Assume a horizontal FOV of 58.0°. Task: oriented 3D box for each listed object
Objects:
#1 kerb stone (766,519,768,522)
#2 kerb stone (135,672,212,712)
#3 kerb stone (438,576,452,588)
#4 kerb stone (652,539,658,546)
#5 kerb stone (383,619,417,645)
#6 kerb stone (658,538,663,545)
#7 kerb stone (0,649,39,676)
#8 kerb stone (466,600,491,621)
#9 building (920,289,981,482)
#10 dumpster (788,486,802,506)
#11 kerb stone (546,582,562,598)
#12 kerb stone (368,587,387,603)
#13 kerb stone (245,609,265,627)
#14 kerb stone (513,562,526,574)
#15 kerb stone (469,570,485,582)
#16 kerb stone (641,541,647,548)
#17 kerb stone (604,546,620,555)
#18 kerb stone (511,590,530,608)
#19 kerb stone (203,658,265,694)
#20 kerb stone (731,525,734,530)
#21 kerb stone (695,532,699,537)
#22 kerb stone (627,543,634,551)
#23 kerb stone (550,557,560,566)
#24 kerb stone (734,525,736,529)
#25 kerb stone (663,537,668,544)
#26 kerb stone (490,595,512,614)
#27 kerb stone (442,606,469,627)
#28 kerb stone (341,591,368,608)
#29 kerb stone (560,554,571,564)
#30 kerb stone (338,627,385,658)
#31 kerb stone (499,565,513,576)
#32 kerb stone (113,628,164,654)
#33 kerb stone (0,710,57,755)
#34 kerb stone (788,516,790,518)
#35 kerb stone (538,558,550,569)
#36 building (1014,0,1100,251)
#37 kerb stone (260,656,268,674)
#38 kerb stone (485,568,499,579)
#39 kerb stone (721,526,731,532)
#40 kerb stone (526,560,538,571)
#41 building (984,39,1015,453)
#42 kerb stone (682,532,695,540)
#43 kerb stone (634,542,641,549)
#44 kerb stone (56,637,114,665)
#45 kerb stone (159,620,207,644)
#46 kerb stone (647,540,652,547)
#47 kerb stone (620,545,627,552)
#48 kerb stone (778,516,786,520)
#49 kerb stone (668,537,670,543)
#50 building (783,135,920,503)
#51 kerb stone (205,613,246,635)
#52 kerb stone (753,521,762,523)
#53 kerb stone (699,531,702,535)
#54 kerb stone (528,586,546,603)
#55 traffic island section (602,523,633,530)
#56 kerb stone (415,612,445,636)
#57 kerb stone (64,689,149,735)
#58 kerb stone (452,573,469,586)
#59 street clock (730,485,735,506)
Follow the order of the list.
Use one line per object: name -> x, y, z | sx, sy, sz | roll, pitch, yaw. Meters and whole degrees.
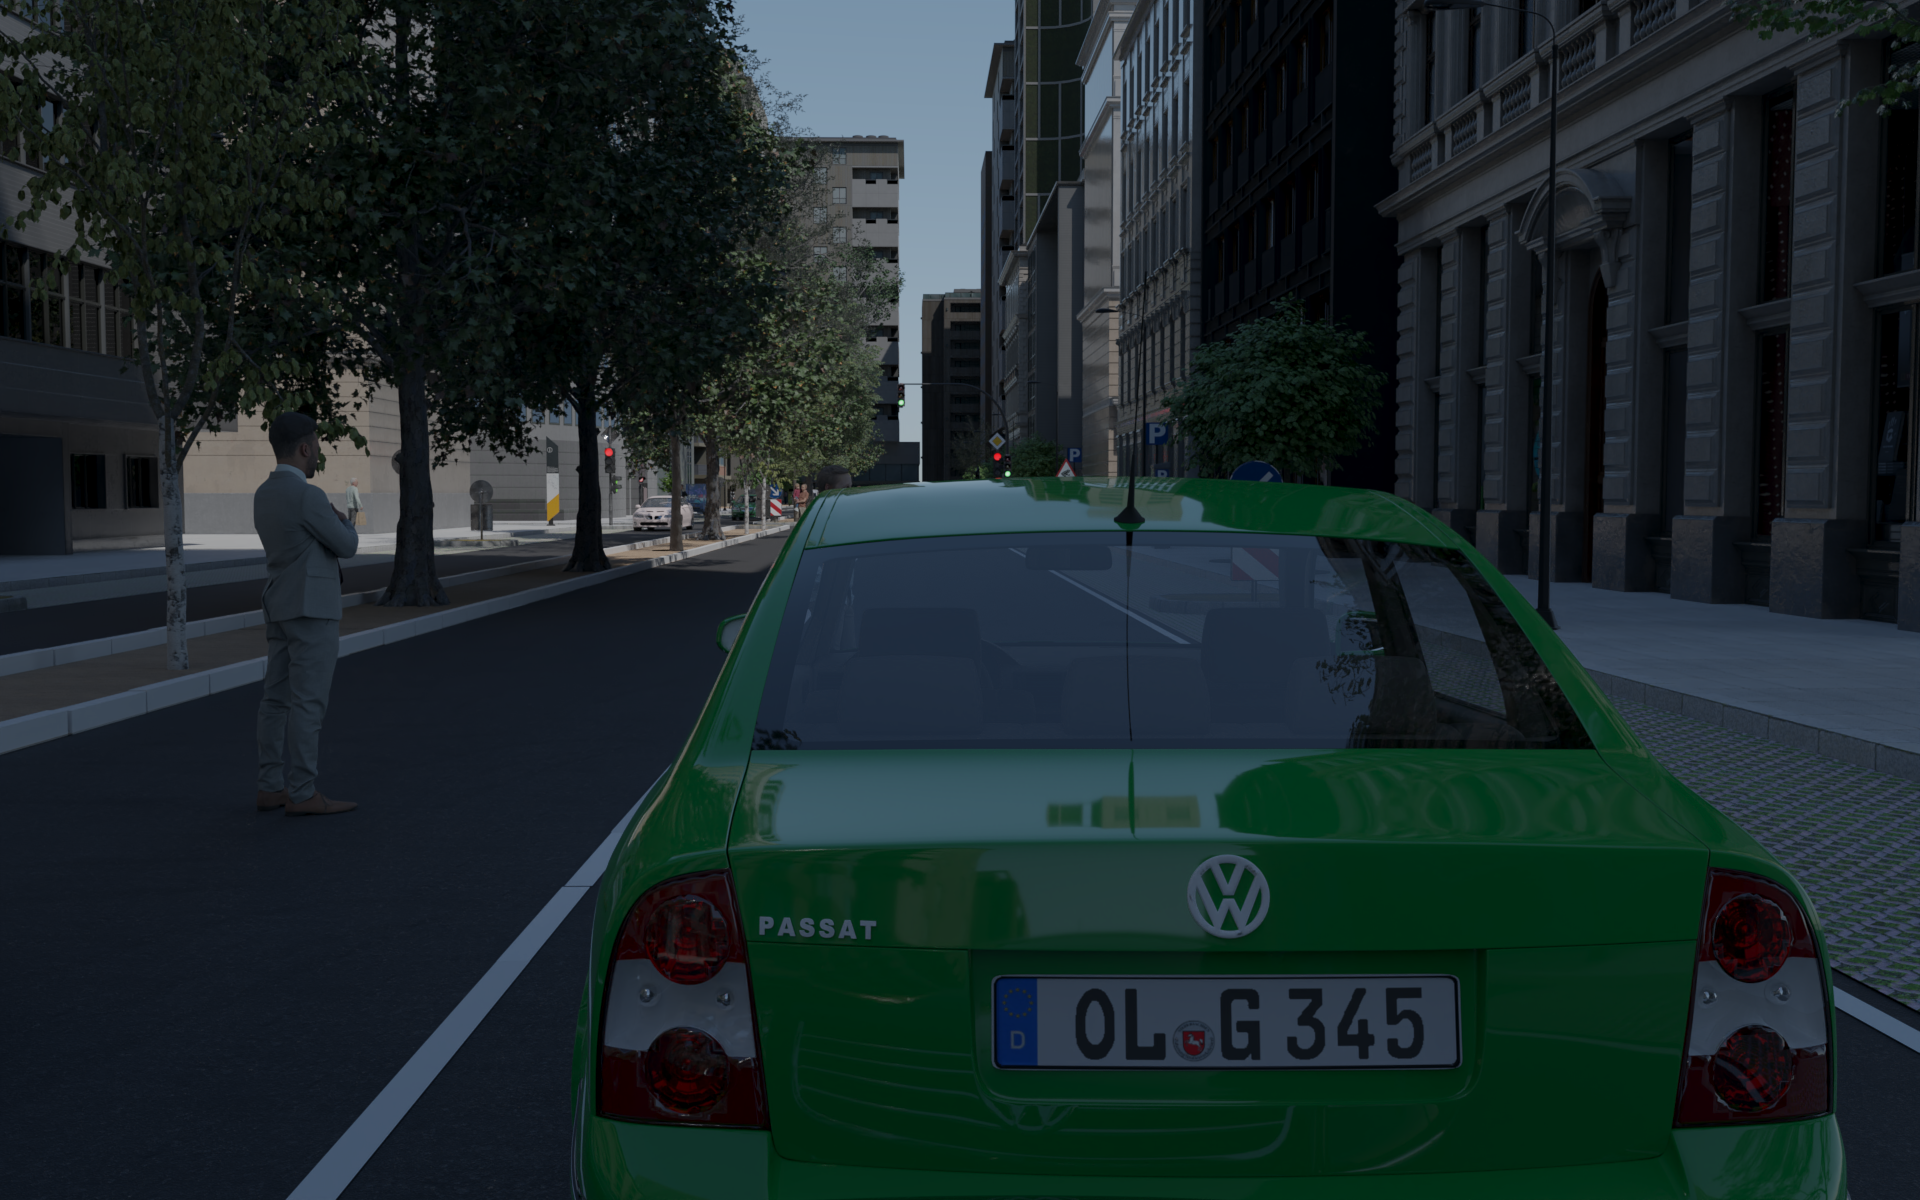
kerb stone -> -9.566, -3.779, 84.060 | 0.120, 0.150, 1.000 | 0, 4, -2
kerb stone -> -5.396, 0.634, 11.836 | 0.120, 0.150, 1.000 | 0, 4, -2
kerb stone -> -7.901, -0.240, 26.142 | 0.120, 0.150, 1.000 | 0, 4, -2
kerb stone -> -8.529, -1.557, 47.689 | 0.120, 0.150, 1.000 | 0, 4, -2
kerb stone -> -5.539, 0.322, 16.952 | 0.120, 0.150, 1.000 | 0, 4, -2
kerb stone -> -8.562, -1.622, 48.710 | 0.120, 0.150, 1.000 | 0, 4, -2
kerb stone -> -7.553, 0.511, 13.838 | 0.120, 0.150, 1.000 | 0, 4, -2
kerb stone -> -5.629, 0.133, 20.017 | 0.120, 0.150, 1.000 | 0, 4, -2
building -> 1.467, -29.066, 246.932 | 14.107, 30.474, 14.160 | 0, 4, -2
dumpster -> -17.422, -11.014, 185.027 | 1.985, 2.255, 1.502 | 0, 4, -2
kerb stone -> -5.744, -0.117, 24.113 | 0.120, 0.150, 1.000 | 0, 4, -2
kerb stone -> -7.821, -0.040, 23.059 | 0.120, 0.150, 1.000 | 0, 4, -2
kerb stone -> -7.697, 0.199, 18.963 | 0.120, 0.150, 1.000 | 0, 4, -2
kerb stone -> -8.049, -0.556, 31.283 | 0.120, 0.150, 1.000 | 0, 4, -2
kerb stone -> -7.964, -0.367, 28.203 | 0.120, 0.150, 1.000 | 0, 4, -2
kerb stone -> -8.465, -1.434, 45.646 | 0.120, 0.150, 1.000 | 0, 4, -2
kerb stone -> -8.350, -1.177, 41.547 | 0.120, 0.150, 1.000 | 0, 4, -2
kerb stone -> -5.684, 0.011, 22.070 | 0.120, 0.150, 1.000 | 0, 4, -2
kerb stone -> -5.425, 0.572, 12.861 | 0.120, 0.150, 1.000 | 0, 4, -2
kerb stone -> -9.109, -2.811, 68.159 | 0.120, 0.150, 1.000 | 0, 4, -2
kerb stone -> -8.793, -2.123, 56.905 | 0.120, 0.150, 1.000 | 0, 4, -2
kerb stone -> -8.402, -1.305, 43.592 | 0.120, 0.150, 1.000 | 0, 4, -2
kerb stone -> -8.140, -0.740, 34.364 | 0.120, 0.150, 1.000 | 0, 4, -2
kerb stone -> -9.148, -2.874, 69.184 | 0.120, 0.150, 1.000 | 0, 4, -2
kerb stone -> -8.581, -1.680, 49.732 | 0.120, 0.150, 1.000 | 0, 4, -2
kerb stone -> -5.658, 0.070, 21.048 | 0.120, 0.150, 1.000 | 0, 4, -2
kerb stone -> -5.599, 0.196, 18.996 | 0.120, 0.150, 1.000 | 0, 4, -2
kerb stone -> -7.783, 0.010, 22.034 | 0.120, 0.150, 1.000 | 0, 4, -2
kerb stone -> -8.162, -0.805, 35.386 | 0.120, 0.150, 1.000 | 0, 4, -2
kerb stone -> -5.521, 0.385, 15.930 | 0.120, 0.150, 1.000 | 0, 4, -2
kerb stone -> -8.023, -0.489, 30.254 | 0.120, 0.150, 1.000 | 0, 4, -2
kerb stone -> -7.608, 0.393, 15.886 | 0.120, 0.150, 1.000 | 0, 4, -2
kerb stone -> -5.341, 0.759, 9.778 | 0.120, 0.150, 1.000 | 0, 4, -2
kerb stone -> -10.017, -4.722, 99.433 | 0.120, 0.150, 1.000 | 0, 4, -2
kerb stone -> -8.109, -0.681, 33.338 | 0.120, 0.150, 1.000 | 0, 4, -2
building -> 14.118, -45.085, 175.387 | 20.563, 71.187, 20.611 | 0, 4, -2
kerb stone -> -5.447, 0.511, 13.883 | 0.120, 0.150, 1.000 | 0, 4, -2
kerb stone -> -7.997, -0.430, 29.233 | 0.120, 0.150, 1.000 | 0, 4, -2
kerb stone -> -9.083, -2.748, 67.138 | 0.120, 0.150, 1.000 | 0, 4, -2
kerb stone -> -8.089, -0.619, 32.316 | 0.120, 0.150, 1.000 | 0, 4, -2
building -> 17.681, -37.363, 200.118 | 28.713, 52.752, 27.495 | 0, 4, -2
kerb stone -> -8.757, -2.060, 55.883 | 0.120, 0.150, 1.000 | 0, 4, -2
kerb stone -> -8.433, -1.371, 44.621 | 0.120, 0.150, 1.000 | 0, 4, -2
kerb stone -> -7.576, 0.453, 14.863 | 0.120, 0.150, 1.000 | 0, 4, -2
kerb stone -> -7.645, 0.323, 16.907 | 0.120, 0.150, 1.000 | 0, 4, -2
kerb stone -> -8.502, -1.497, 46.667 | 0.120, 0.150, 1.000 | 0, 4, -2
kerb stone -> -8.380, -1.240, 42.568 | 0.120, 0.150, 1.000 | 0, 4, -2
kerb stone -> -9.924, -4.536, 96.367 | 0.120, 0.150, 1.000 | 0, 4, -2
kerb stone -> -8.612, -1.746, 50.755 | 0.120, 0.150, 1.000 | 0, 4, -2
building -> -19.670, -40.611, 253.224 | 27.495, 52.752, 28.713 | 0, 4, -2
kerb stone -> -7.668, 0.261, 17.930 | 0.120, 0.150, 1.000 | 0, 4, -2
kerb stone -> -9.481, -3.595, 80.981 | 0.120, 0.150, 1.000 | 0, 4, -2
kerb stone -> -8.821, -2.186, 57.928 | 0.120, 0.150, 1.000 | 0, 4, -2
kerb stone -> -5.719, -0.055, 23.091 | 0.120, 0.150, 1.000 | 0, 4, -2
traffic island section -> -14.286, -2.967, 70.793 | 2.009, 0.180, 2.903 | 0, 4, -2
kerb stone -> -5.567, 0.259, 17.973 | 0.120, 0.150, 1.000 | 0, 4, -2
kerb stone -> -5.362, 0.702, 10.812 | 0.120, 0.150, 1.000 | 0, 4, -2
kerb stone -> -7.933, -0.301, 27.179 | 0.120, 0.150, 1.000 | 0, 4, -2
street clock -> -18.050, -8.136, 137.598 | 0.471, 2.002, 0.358 | 0, 4, -2
